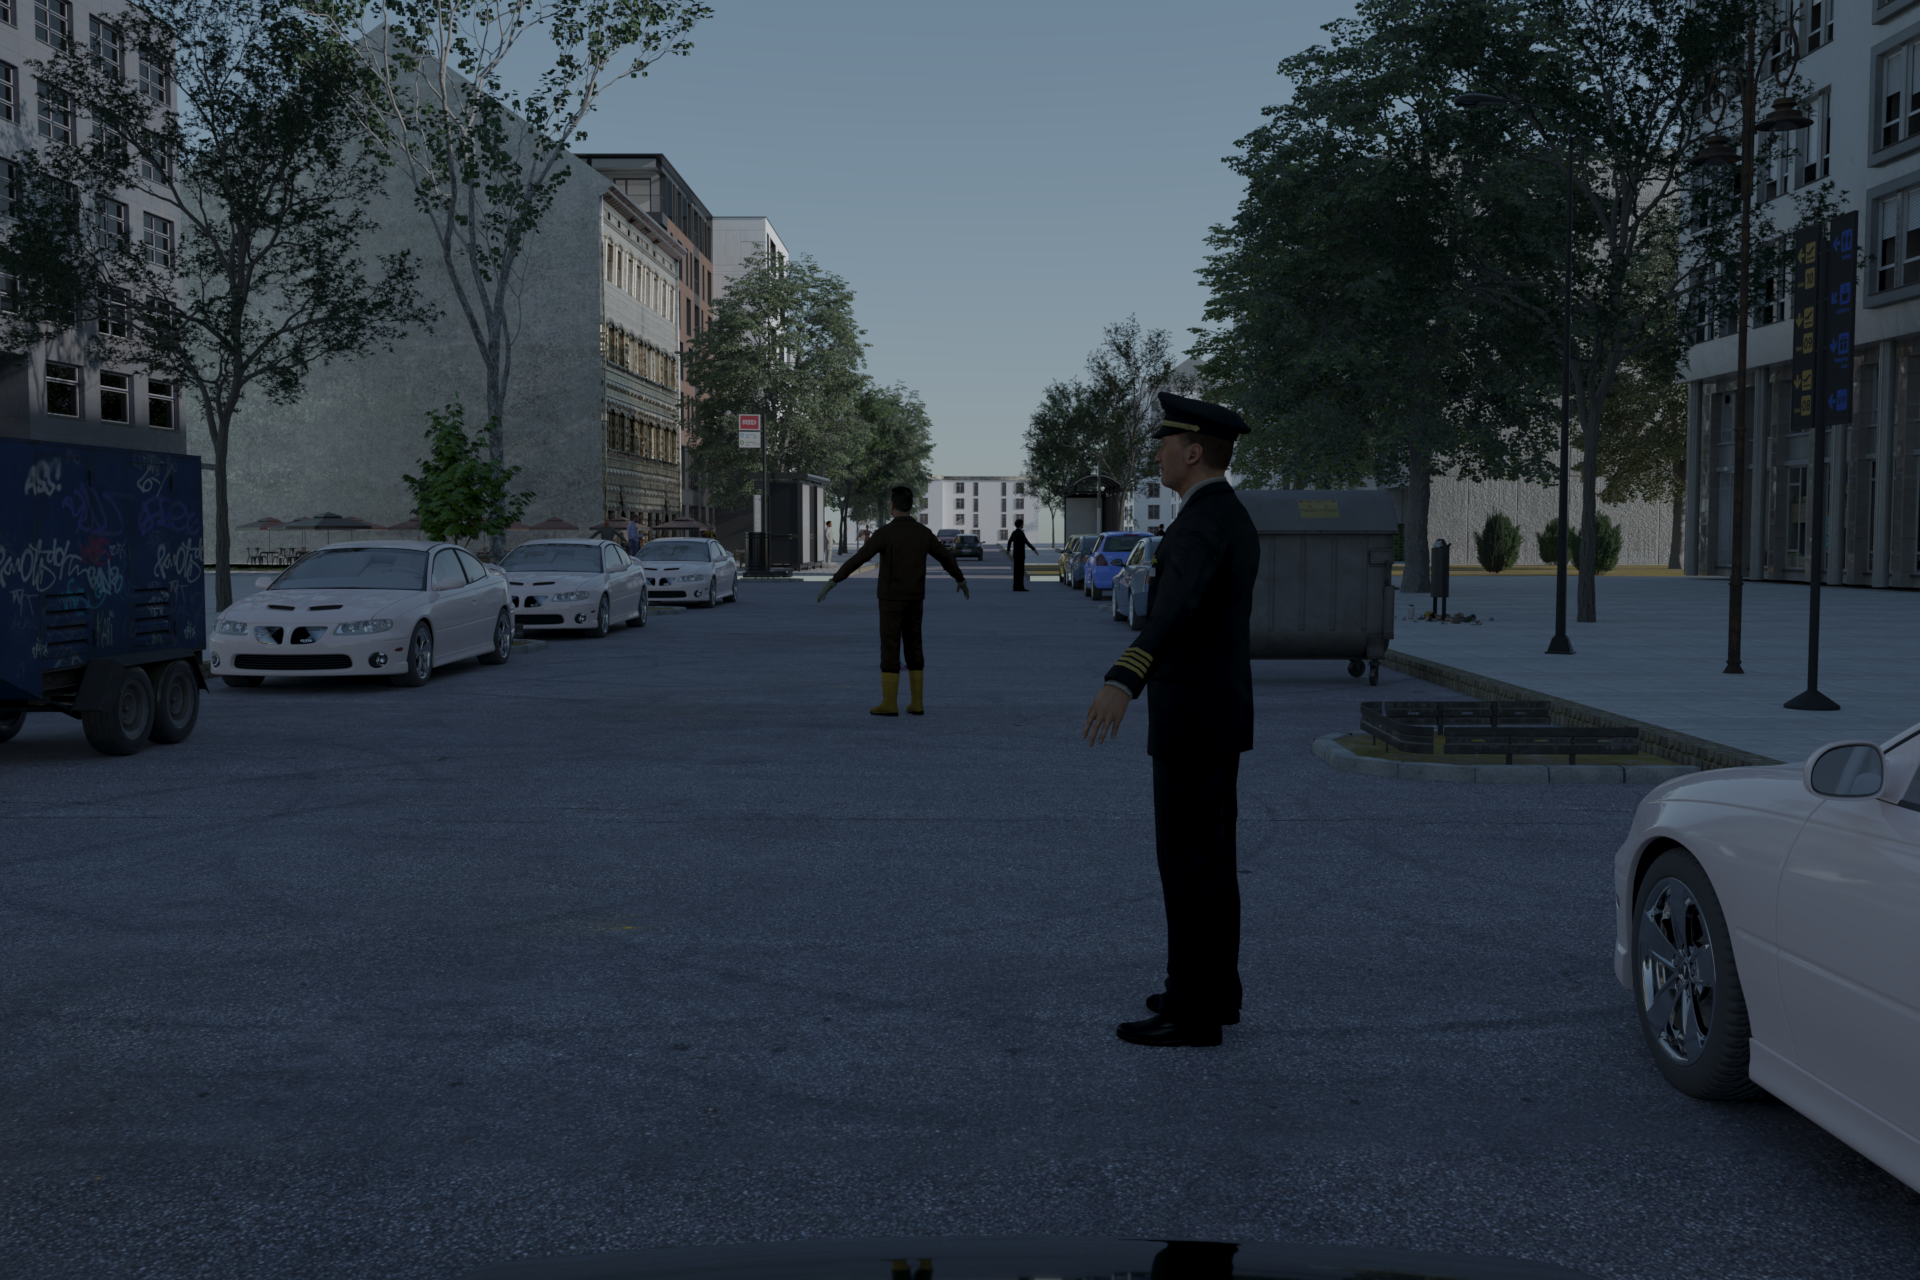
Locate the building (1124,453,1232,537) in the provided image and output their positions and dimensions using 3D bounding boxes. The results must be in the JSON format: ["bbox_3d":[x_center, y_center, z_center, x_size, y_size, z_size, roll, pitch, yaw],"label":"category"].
[{"bbox_3d":[22.318,-14.444,178.304,9.099,9.664,28.070,0,4,1],"label":"building"}]

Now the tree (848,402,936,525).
[{"bbox_3d":[-6.992,-15.334,157.364,9.857,13.997,8.962,0,3,0],"label":"tree"}]

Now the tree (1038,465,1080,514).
[{"bbox_3d":[8.826,-11.475,137.978,4.360,8.622,3.978,0,3,0],"label":"tree"}]

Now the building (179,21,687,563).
[{"bbox_3d":[-24.474,-15.470,83.859,19.493,23.208,18.063,0,4,1],"label":"building"}]

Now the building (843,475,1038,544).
[{"bbox_3d":[-2.726,-18.479,246.731,28.070,9.664,9.099,0,4,-4],"label":"building"}]

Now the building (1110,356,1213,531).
[{"bbox_3d":[28.785,-23.875,221.281,19.493,23.208,18.063,0,4,1],"label":"building"}]

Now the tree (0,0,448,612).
[{"bbox_3d":[-12.244,-5.720,27.939,8.767,10.594,7.601,1,4,13],"label":"tree"}]

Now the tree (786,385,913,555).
[{"bbox_3d":[-7.208,-10.364,103.869,8.767,10.594,7.601,-1,4,-9],"label":"tree"}]

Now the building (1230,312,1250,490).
[{"bbox_3d":[26.598,-17.130,136.500,16.016,20.090,11.380,0,4,1],"label":"building"}]

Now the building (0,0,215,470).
[{"bbox_3d":[-29.126,-13.699,42.399,11.959,24.771,22.079,0,4,1],"label":"building"}]

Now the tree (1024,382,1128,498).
[{"bbox_3d":[8.187,-11.791,118.538,9.928,11.665,9.643,0,3,0],"label":"tree"}]

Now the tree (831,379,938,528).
[{"bbox_3d":[-6.678,-14.478,143.371,9.857,13.997,8.962,0,3,0],"label":"tree"}]

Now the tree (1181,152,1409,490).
[{"bbox_3d":[10.259,-8.159,51.526,7.486,12.596,7.792,0,3,0],"label":"tree"}]

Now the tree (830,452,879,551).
[{"bbox_3d":[-7.177,-10.551,122.875,4.360,8.622,3.978,0,3,0],"label":"tree"}]

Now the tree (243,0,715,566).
[{"bbox_3d":[-12.886,-11.385,42.033,12.611,20.169,13.585,0,3,0],"label":"tree"}]

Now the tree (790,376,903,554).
[{"bbox_3d":[-7.587,-11.439,112.786,9.928,11.665,9.643,0,3,0],"label":"tree"}]

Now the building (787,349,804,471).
[{"bbox_3d":[-21.768,-19.451,174.437,16.016,20.090,11.380,0,4,1],"label":"building"}]

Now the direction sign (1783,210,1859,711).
[{"bbox_3d":[6.266,-1.262,12.634,0.379,3.537,0.876,0,4,1],"label":"direction sign"}]

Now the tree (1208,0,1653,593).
[{"bbox_3d":[10.119,-8.020,37.779,9.857,13.997,8.962,0,3,0],"label":"tree"}]

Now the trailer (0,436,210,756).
[{"bbox_3d":[-6.060,-0.229,10.789,1.471,1.999,3.904,0,4,1],"label":"trailer"}]

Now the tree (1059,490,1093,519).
[{"bbox_3d":[17.710,-19.245,249.065,7.601,10.594,8.767,0,4,5],"label":"tree"}]

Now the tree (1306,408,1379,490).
[{"bbox_3d":[13.713,-7.115,66.696,4.360,8.622,3.978,0,3,0],"label":"tree"}]

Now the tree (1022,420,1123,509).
[{"bbox_3d":[8.414,-11.933,129.522,8.767,10.594,7.601,1,4,16],"label":"tree"}]

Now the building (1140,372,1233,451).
[{"bbox_3d":[26.490,-21.438,206.937,16.016,20.090,11.380,0,4,0],"label":"building"}]

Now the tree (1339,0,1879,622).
[{"bbox_3d":[8.835,-5.526,24.760,7.601,10.594,8.767,-2,4,-34],"label":"tree"}]

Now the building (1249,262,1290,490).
[{"bbox_3d":[25.280,-16.108,119.785,16.016,20.090,11.380,0,4,1],"label":"building"}]

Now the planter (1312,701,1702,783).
[{"bbox_3d":[3.297,0.622,10.963,1.991,0.319,1.994,0,4,1],"label":"planter"}]

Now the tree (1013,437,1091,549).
[{"bbox_3d":[8.416,-13.345,152.600,8.767,10.594,7.601,2,4,27],"label":"tree"}]

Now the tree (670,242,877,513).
[{"bbox_3d":[-8.154,-10.448,77.482,9.857,13.997,8.962,0,3,0],"label":"tree"}]

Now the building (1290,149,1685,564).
[{"bbox_3d":[27.921,-13.565,88.248,16.747,18.905,31.486,0,4,1],"label":"building"}]

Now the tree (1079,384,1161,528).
[{"bbox_3d":[7.217,-8.109,82.937,4.360,8.622,3.978,0,3,0],"label":"tree"}]

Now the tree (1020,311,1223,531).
[{"bbox_3d":[6.737,-8.505,73.462,8.767,10.594,7.601,0,4,-3],"label":"tree"}]

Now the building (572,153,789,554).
[{"bbox_3d":[-26.394,-16.247,109.619,27.936,21.610,32.646,0,4,0],"label":"building"}]

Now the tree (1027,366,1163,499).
[{"bbox_3d":[7.769,-9.914,96.507,8.767,10.594,7.601,-2,4,-24],"label":"tree"}]

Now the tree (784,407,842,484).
[{"bbox_3d":[-8.095,-8.581,90.661,4.360,8.622,3.978,0,3,0],"label":"tree"}]

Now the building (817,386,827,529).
[{"bbox_3d":[-22.510,-21.841,213.520,16.016,20.090,11.380,0,3,0],"label":"building"}]

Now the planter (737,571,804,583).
[{"bbox_3d":[-5.743,-1.894,52.109,1.991,0.319,1.994,0,4,1],"label":"planter"}]

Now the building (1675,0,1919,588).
[{"bbox_3d":[29.101,-13.508,28.453,19.016,26.051,41.698,0,4,1],"label":"building"}]

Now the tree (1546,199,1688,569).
[{"bbox_3d":[26.360,-9.590,63.447,9.857,13.997,8.962,0,3,0],"label":"tree"}]

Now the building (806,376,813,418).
[{"bbox_3d":[-22.149,-20.599,193.212,16.016,20.090,11.380,0,3,0],"label":"building"}]
